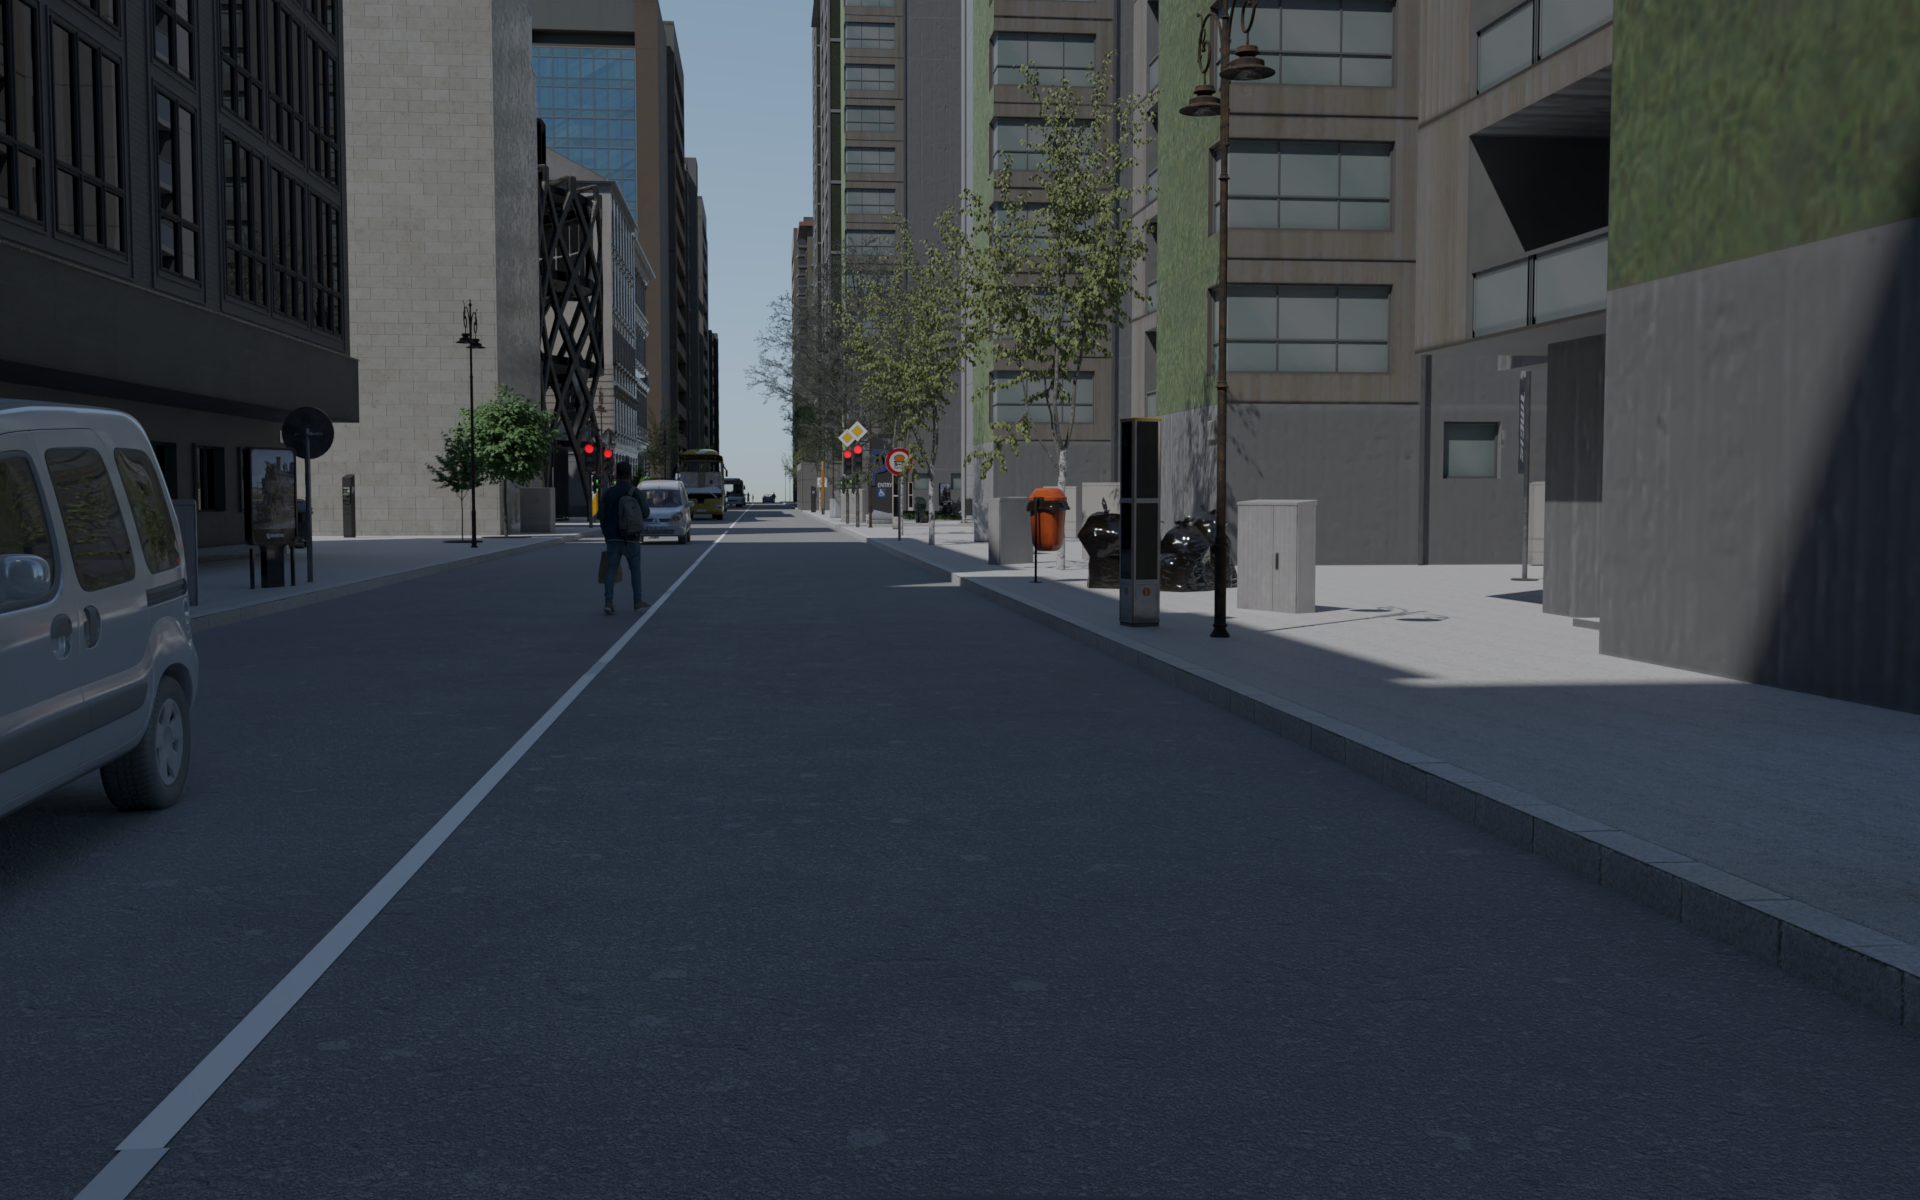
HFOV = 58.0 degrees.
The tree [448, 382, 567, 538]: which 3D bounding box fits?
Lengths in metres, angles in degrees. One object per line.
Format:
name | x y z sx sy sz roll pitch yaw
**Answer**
tree | -13.282 -4.108 50.878 4.285 4.588 4.351 0 3 0

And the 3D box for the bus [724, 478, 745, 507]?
bus | -25.401 -12.057 191.986 2.948 3.499 13.247 -1 4 -8

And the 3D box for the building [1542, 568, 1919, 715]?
building | 11.905 -20.276 15.111 14.154 41.232 14.086 0 4 -6

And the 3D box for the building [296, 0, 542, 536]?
building | -23.191 -12.387 57.272 16.860 20.320 10.420 0 4 -6

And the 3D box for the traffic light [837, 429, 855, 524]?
traffic light | -4.865 -5.237 74.538 0.839 4.253 0.868 0 4 -6

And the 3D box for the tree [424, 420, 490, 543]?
tree | -13.271 -3.122 45.651 1.663 3.219 1.824 0 3 0

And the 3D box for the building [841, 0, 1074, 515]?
building | -0.887 -26.348 114.377 14.154 41.232 14.086 0 4 -6

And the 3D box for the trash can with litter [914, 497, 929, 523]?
trash can with litter | -1.625 -4.001 76.806 0.624 1.170 1.055 -1 4 -23

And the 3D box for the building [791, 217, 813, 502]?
building | -17.992 -41.225 297.724 21.300 48.544 21.600 0 4 -6

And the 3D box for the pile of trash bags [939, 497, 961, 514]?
pile of trash bags | 0.277 -5.765 104.006 3.447 1.369 1.912 3 5 39

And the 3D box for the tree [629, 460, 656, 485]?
tree | -18.136 -6.358 98.548 1.663 3.219 1.824 0 3 0

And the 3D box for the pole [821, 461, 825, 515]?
pole | -8.489 -6.941 107.328 0.158 3.312 0.155 0 3 0

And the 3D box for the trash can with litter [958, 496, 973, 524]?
trash can with litter | 0.877 -3.952 75.676 2.233 1.210 1.678 -1 4 -12

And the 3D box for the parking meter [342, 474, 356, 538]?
parking meter | -17.934 -2.760 50.829 0.255 1.863 0.399 0 4 2

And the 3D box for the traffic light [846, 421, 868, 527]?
traffic light | -3.959 -4.751 66.605 0.839 4.253 0.868 0 4 -6

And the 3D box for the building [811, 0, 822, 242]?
building | 0.341 -35.472 169.213 28.713 52.752 27.495 0 4 -6

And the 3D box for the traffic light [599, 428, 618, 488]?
traffic light | -14.860 -5.166 73.386 0.839 4.253 0.868 0 4 -6

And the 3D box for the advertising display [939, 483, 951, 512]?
advertising display | -0.882 -5.772 99.583 0.123 1.923 0.974 3 4 37

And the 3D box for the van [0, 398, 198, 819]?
van | -4.228 0.034 6.449 2.013 2.044 4.112 0 4 -8

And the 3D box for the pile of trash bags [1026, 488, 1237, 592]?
pile of trash bags | 2.278 -0.887 24.250 3.447 1.369 1.912 3 5 43

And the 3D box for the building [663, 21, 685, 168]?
building | -38.272 -33.464 170.834 21.300 48.544 21.600 0 4 -6

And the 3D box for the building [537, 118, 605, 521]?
building | -25.403 -13.073 81.195 16.820 18.784 16.811 0 4 -6

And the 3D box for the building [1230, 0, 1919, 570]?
building | 10.831 -21.626 37.175 14.154 41.232 14.086 0 4 -6

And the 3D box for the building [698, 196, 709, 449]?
building | -49.667 -39.218 264.909 21.300 48.544 21.600 0 4 -6

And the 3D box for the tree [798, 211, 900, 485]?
tree | -0.952 -5.702 43.589 4.737 8.622 4.395 0 3 0

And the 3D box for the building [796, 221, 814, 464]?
building | -14.486 -37.791 272.500 22.147 44.769 28.867 0 4 -6

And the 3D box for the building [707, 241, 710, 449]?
building | -48.273 -38.735 283.425 14.600 45.320 14.200 0 4 -6

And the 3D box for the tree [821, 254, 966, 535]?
tree | -1.820 -6.327 53.810 4.360 8.622 3.978 0 3 0

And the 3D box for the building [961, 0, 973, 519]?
building | 15.046 -33.223 85.196 28.212 58.520 21.231 0 4 -6

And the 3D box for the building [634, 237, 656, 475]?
building | -28.228 -17.604 123.975 11.583 22.565 21.152 0 4 -6

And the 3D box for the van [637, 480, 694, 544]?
van | -8.770 -2.668 50.638 2.013 2.044 4.112 0 4 -6

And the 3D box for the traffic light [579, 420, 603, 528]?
traffic light | -13.954 -4.681 65.452 0.839 4.253 0.868 0 4 -6

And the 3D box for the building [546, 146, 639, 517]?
building | -24.862 -15.613 104.428 9.793 20.994 18.267 0 4 -6

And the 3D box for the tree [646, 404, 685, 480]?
tree | -24.078 -11.508 138.519 4.737 8.622 4.395 0 3 0

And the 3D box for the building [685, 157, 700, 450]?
building | -38.004 -31.812 203.717 14.154 41.232 14.086 0 4 -6

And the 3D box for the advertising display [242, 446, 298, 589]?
advertising display | -9.447 -1.134 23.760 0.123 1.923 0.974 1 4 16

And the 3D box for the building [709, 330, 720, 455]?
building | -48.749 -32.220 298.504 14.160 30.474 14.107 0 4 -6

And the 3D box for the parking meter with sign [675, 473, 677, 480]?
parking meter with sign | -23.463 -9.052 144.258 0.543 3.016 1.738 -1 4 -11

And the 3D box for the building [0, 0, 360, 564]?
building | -18.568 -14.122 24.405 14.314 27.812 24.014 0 4 -6

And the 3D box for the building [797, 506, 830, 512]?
building | -2.774 -42.842 138.712 20.563 71.187 20.611 0 4 -6

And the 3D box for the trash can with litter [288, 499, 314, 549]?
trash can with litter | -15.672 -1.818 41.117 0.624 1.170 1.055 -1 4 -20

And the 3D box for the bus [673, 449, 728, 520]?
bus | -14.680 -6.540 98.471 2.896 3.916 12.252 0 4 -8

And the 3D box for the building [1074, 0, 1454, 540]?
building | 7.204 -22.958 58.950 14.154 41.232 14.086 0 4 -6

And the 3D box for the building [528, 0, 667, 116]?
building | -33.178 -30.790 153.529 14.600 45.320 14.200 0 4 -6

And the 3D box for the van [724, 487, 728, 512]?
van | -20.315 -8.516 143.625 2.240 2.365 5.245 0 4 -6

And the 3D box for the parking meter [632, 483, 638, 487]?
parking meter | -16.893 -5.159 90.066 0.255 1.863 0.399 -1 4 -22

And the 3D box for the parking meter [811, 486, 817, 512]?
parking meter | -10.193 -7.038 120.774 0.399 1.863 0.255 0 4 -3
